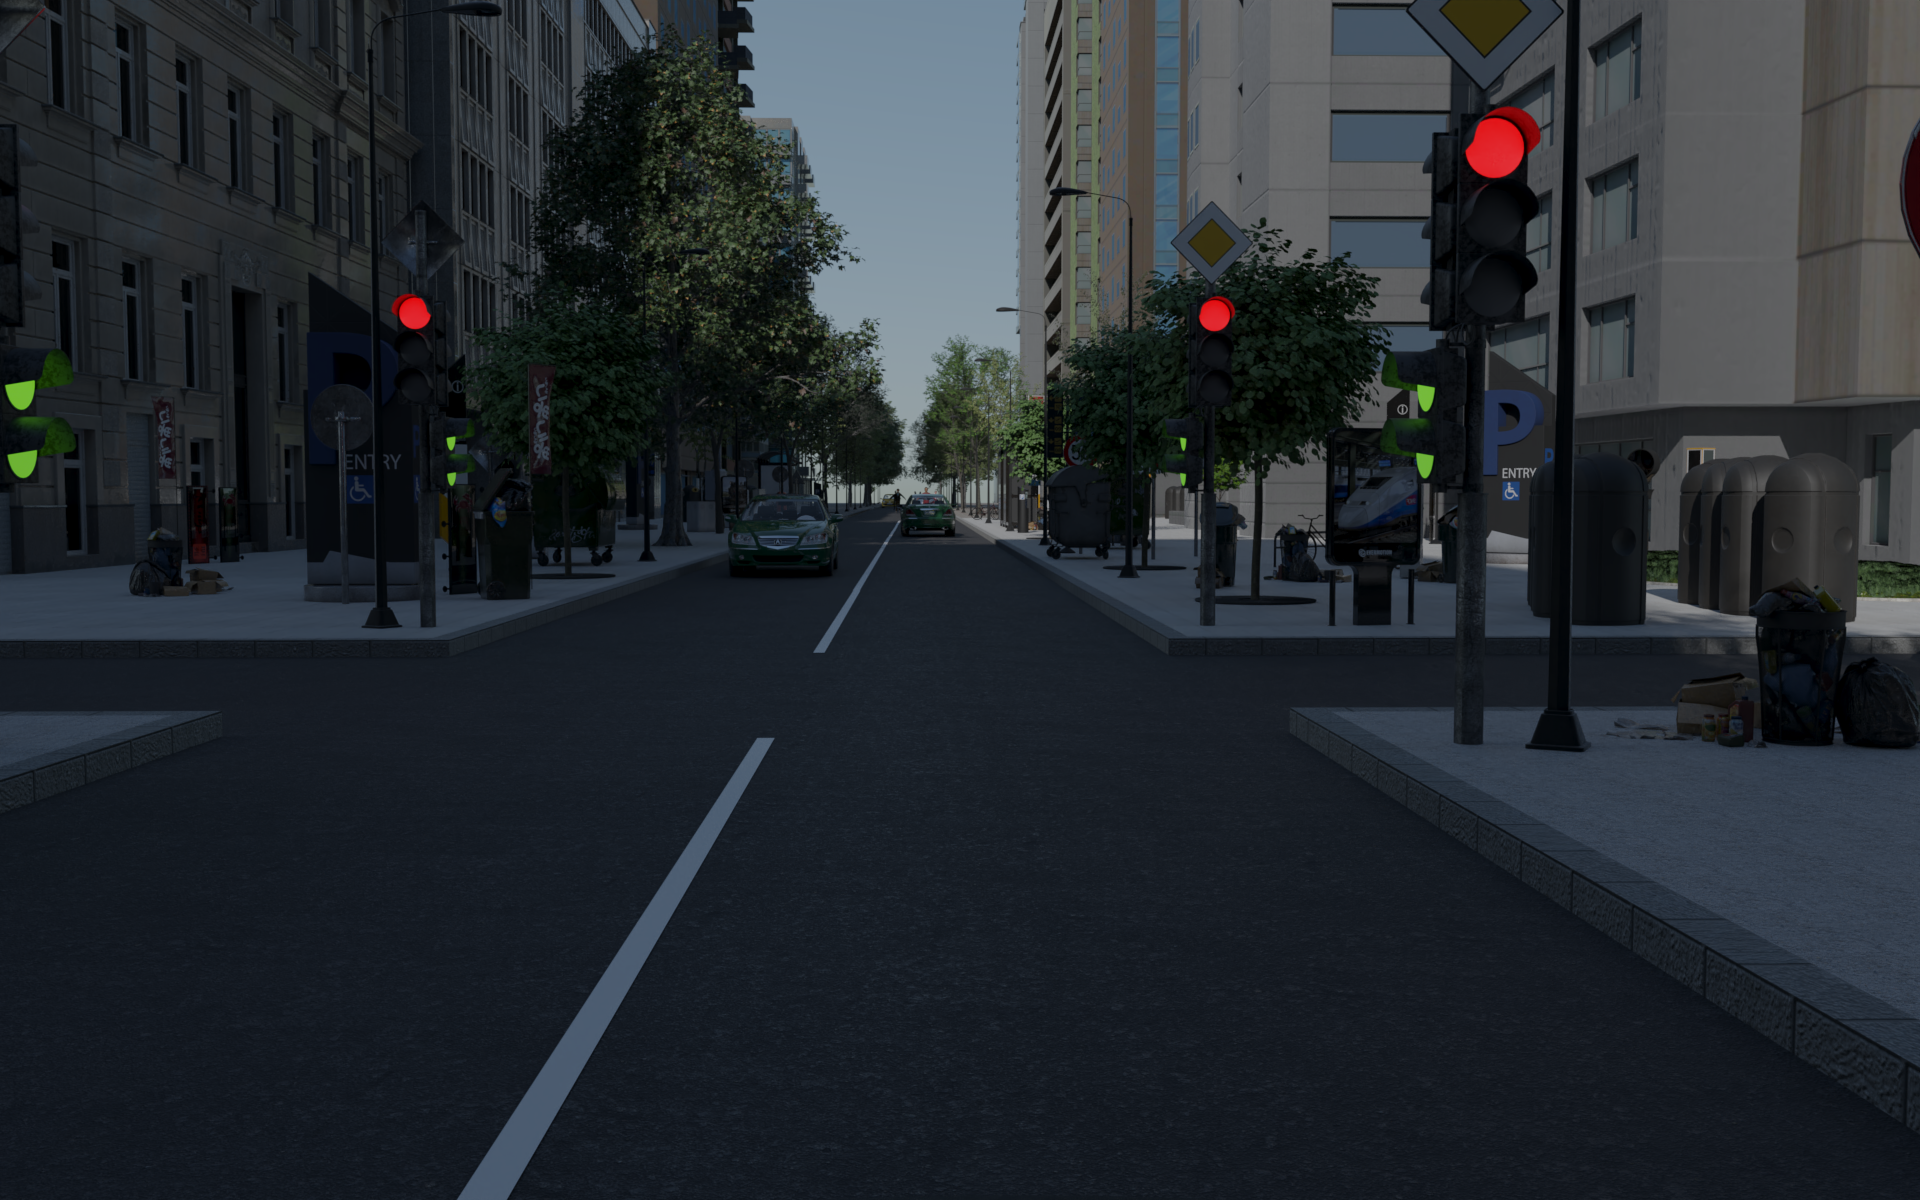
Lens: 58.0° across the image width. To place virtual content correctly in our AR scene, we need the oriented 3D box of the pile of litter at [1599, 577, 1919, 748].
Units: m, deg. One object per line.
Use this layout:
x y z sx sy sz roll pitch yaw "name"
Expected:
4.330 0.292 9.185 1.719 0.858 1.176 2 4 24 "pile of litter"

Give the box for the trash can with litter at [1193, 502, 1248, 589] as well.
3.570 -0.761 23.835 0.624 1.170 1.055 1 4 18 "trash can with litter"

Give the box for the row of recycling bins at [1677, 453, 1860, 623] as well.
8.686 -0.717 18.834 1.069 1.692 3.534 0 4 6 "row of recycling bins"

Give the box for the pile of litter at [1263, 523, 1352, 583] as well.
5.154 -0.721 25.756 1.176 0.858 1.719 0 4 -6 "pile of litter"

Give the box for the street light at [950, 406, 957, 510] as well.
0.347 -7.299 91.872 1.470 5.913 1.316 0 4 -1 "street light"

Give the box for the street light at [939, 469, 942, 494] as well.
-0.709 -9.952 135.261 1.470 5.913 1.316 0 4 -1 "street light"

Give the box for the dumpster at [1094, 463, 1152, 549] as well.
3.770 -2.339 40.730 1.502 2.255 1.985 0 4 -1 "dumpster"

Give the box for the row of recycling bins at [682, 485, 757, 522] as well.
-10.930 -4.398 79.026 3.534 1.692 1.069 -1 4 -11 "row of recycling bins"

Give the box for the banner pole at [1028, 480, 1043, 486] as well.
2.867 -4.452 62.802 0.863 3.779 0.401 -1 4 -13 "banner pole"

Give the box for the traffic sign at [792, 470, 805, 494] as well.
-8.697 -5.634 92.124 0.884 2.594 0.081 0 4 5 "traffic sign"

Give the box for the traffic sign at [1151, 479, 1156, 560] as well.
3.787 -2.064 33.858 0.768 2.556 0.104 0 4 6 "traffic sign"

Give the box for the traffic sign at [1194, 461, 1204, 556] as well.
4.853 -2.167 35.544 0.768 2.556 0.104 0 4 2 "traffic sign"

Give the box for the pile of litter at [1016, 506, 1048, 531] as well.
2.795 -2.902 61.406 1.719 0.858 1.176 0 4 -4 "pile of litter"

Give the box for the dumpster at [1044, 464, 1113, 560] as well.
2.377 -1.762 34.573 1.264 1.857 1.865 0 4 -1 "dumpster"

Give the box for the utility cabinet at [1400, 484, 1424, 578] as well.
6.977 -1.101 26.687 0.318 1.500 1.173 1 4 17 "utility cabinet"

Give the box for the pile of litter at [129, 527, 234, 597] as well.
-10.009 -0.515 22.387 1.176 0.858 1.719 1 4 19 "pile of litter"

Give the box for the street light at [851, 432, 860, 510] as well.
-7.313 -8.422 110.234 1.470 5.913 1.316 0 4 -1 "street light"

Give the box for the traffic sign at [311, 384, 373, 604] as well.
-7.170 -1.225 20.135 0.768 2.556 0.104 0 4 3 "traffic sign"

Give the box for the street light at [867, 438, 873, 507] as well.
-8.142 -10.433 143.121 1.470 5.913 1.316 0 4 -1 "street light"

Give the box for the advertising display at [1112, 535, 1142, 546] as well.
4.160 -2.307 42.939 0.974 1.923 0.123 -2 4 -26 "advertising display"

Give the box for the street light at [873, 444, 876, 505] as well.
-8.630 -11.434 159.493 1.470 5.913 1.316 0 4 -1 "street light"

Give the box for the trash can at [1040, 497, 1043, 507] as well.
3.598 -4.107 78.803 0.748 1.137 0.748 0 3 0 "trash can"

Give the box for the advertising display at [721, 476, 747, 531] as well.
-7.940 -3.405 60.892 0.974 1.923 0.123 -2 4 -32 "advertising display"

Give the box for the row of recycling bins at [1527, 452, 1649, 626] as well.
6.602 -0.695 18.477 1.069 1.692 3.534 1 4 13 "row of recycling bins"

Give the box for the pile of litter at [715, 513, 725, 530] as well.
-9.129 -2.963 62.405 1.176 0.858 1.719 2 4 34 "pile of litter"

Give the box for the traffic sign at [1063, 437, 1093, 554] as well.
2.583 -2.256 36.990 0.768 2.556 0.104 0 4 4 "traffic sign"

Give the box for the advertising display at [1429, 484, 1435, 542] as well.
12.819 -2.558 47.038 0.123 1.923 0.974 1 4 17 "advertising display"

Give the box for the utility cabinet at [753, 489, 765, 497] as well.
-8.862 -4.137 76.322 0.318 1.500 1.173 0 4 7 "utility cabinet"

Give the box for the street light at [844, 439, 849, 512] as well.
-6.853 -7.391 93.389 1.470 5.913 1.316 0 4 -1 "street light"

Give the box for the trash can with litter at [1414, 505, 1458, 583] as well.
7.010 -0.838 25.092 0.624 1.170 1.055 -2 4 -32 "trash can with litter"

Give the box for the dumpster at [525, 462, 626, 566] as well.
-6.970 -1.770 31.437 1.502 2.255 1.985 0 4 -1 "dumpster"

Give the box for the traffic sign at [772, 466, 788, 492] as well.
-8.159 -4.797 78.545 0.768 2.556 0.104 1 4 8 "traffic sign"

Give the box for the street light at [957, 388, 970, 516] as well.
0.709 -6.305 75.632 1.470 5.913 1.316 0 4 -1 "street light"

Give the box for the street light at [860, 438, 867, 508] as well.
-7.765 -9.440 126.882 1.470 5.913 1.316 0 4 -1 "street light"

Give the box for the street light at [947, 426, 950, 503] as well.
0.104 -7.966 102.784 1.470 5.913 1.316 0 4 -1 "street light"

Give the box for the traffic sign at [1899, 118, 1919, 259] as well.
3.079 -0.302 5.038 0.768 2.556 0.104 0 4 3 "traffic sign"

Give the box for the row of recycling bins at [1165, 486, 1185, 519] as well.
11.490 -4.959 88.194 1.069 1.692 3.534 -1 4 -21 "row of recycling bins"

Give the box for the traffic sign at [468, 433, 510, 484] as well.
-8.342 -1.808 30.750 0.795 2.450 0.064 0 4 6 "traffic sign"

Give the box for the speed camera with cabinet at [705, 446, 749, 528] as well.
-8.791 -4.344 65.361 0.660 3.252 2.038 2 4 29 "speed camera with cabinet"

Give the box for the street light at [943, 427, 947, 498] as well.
-0.287 -8.959 119.023 1.470 5.913 1.316 0 4 -1 "street light"

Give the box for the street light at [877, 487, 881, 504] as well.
-8.979 -12.480 176.595 1.470 5.913 1.316 0 4 -1 "street light"

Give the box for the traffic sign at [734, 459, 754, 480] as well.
-7.948 -3.894 63.768 0.768 2.556 0.104 0 4 4 "traffic sign"

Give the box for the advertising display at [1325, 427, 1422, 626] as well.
4.036 -0.715 16.911 0.974 1.923 0.123 -1 4 -15 "advertising display"
